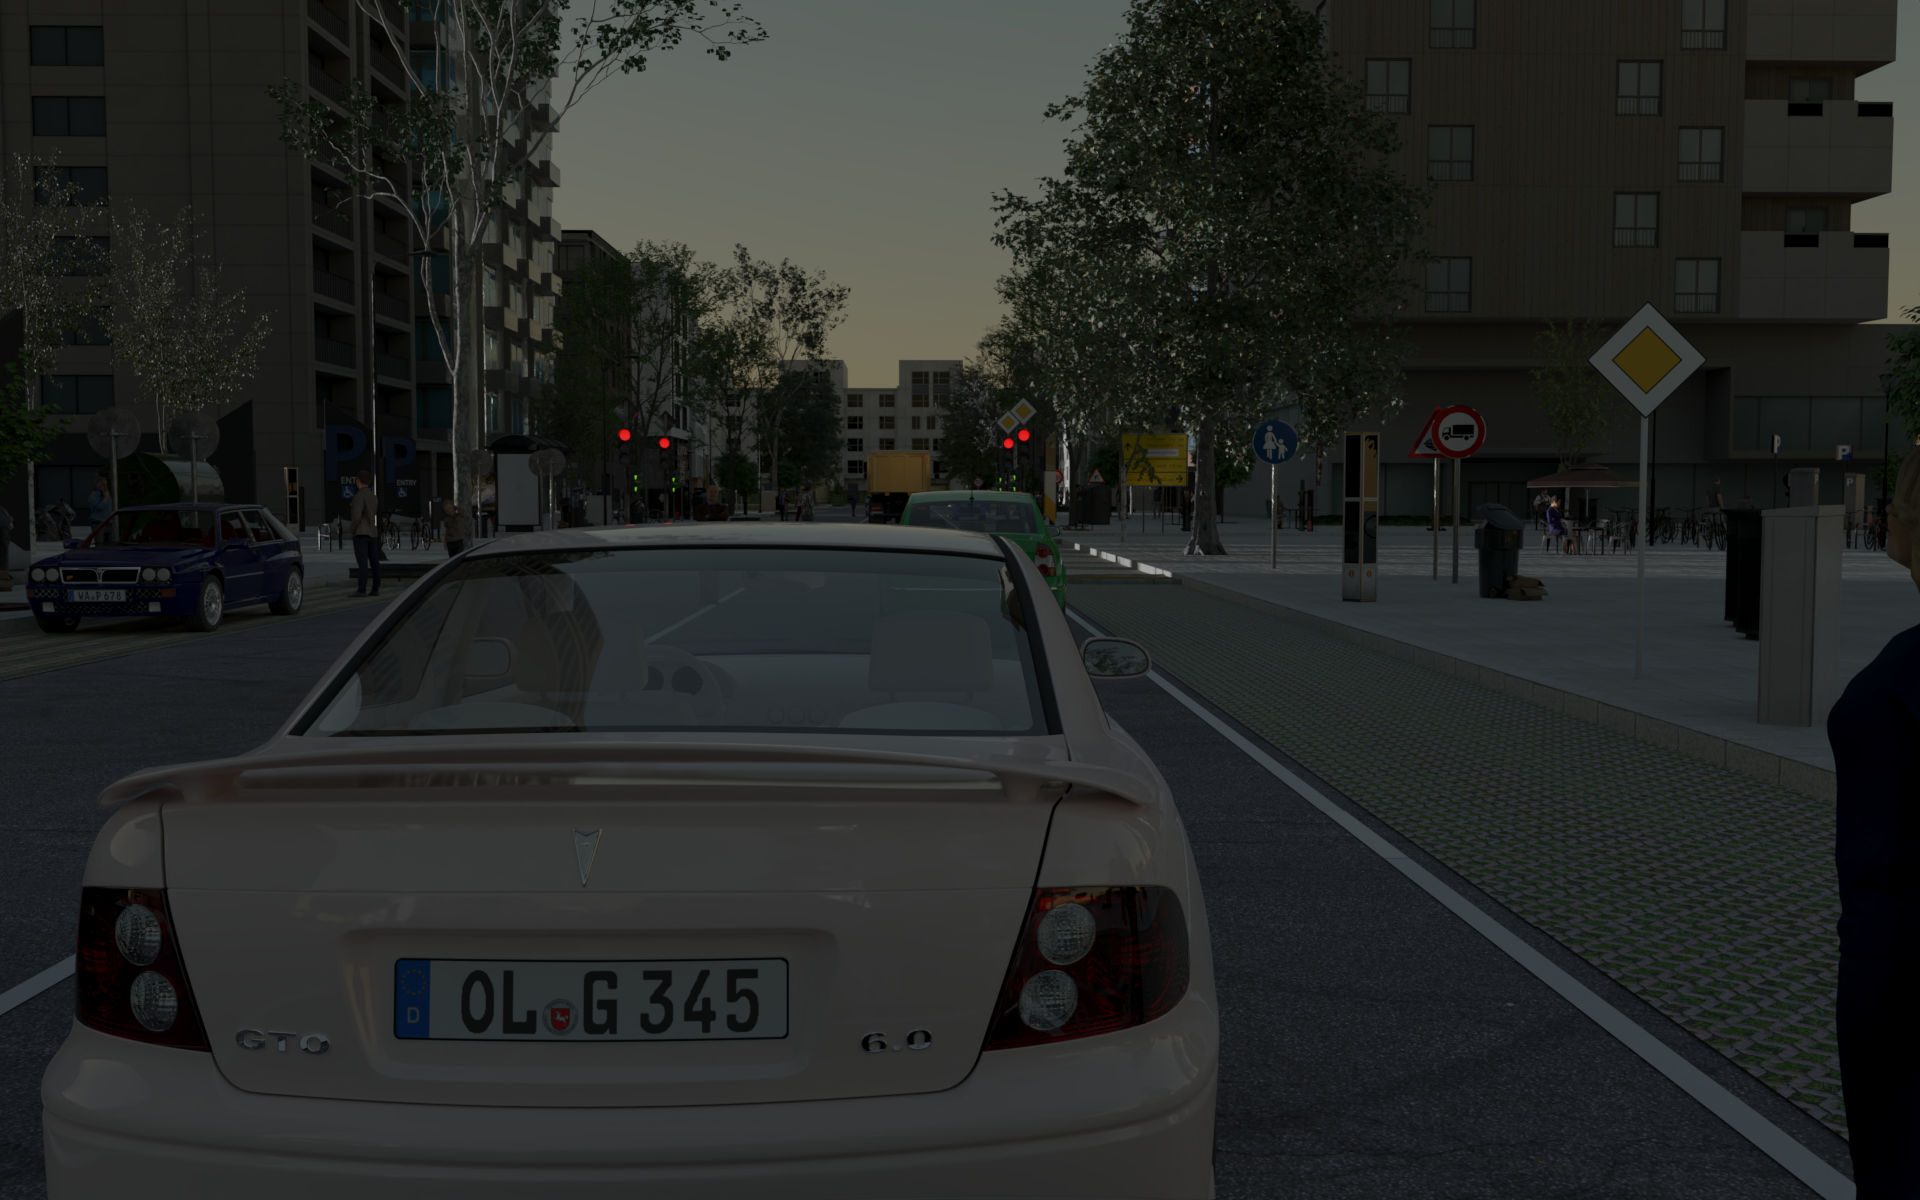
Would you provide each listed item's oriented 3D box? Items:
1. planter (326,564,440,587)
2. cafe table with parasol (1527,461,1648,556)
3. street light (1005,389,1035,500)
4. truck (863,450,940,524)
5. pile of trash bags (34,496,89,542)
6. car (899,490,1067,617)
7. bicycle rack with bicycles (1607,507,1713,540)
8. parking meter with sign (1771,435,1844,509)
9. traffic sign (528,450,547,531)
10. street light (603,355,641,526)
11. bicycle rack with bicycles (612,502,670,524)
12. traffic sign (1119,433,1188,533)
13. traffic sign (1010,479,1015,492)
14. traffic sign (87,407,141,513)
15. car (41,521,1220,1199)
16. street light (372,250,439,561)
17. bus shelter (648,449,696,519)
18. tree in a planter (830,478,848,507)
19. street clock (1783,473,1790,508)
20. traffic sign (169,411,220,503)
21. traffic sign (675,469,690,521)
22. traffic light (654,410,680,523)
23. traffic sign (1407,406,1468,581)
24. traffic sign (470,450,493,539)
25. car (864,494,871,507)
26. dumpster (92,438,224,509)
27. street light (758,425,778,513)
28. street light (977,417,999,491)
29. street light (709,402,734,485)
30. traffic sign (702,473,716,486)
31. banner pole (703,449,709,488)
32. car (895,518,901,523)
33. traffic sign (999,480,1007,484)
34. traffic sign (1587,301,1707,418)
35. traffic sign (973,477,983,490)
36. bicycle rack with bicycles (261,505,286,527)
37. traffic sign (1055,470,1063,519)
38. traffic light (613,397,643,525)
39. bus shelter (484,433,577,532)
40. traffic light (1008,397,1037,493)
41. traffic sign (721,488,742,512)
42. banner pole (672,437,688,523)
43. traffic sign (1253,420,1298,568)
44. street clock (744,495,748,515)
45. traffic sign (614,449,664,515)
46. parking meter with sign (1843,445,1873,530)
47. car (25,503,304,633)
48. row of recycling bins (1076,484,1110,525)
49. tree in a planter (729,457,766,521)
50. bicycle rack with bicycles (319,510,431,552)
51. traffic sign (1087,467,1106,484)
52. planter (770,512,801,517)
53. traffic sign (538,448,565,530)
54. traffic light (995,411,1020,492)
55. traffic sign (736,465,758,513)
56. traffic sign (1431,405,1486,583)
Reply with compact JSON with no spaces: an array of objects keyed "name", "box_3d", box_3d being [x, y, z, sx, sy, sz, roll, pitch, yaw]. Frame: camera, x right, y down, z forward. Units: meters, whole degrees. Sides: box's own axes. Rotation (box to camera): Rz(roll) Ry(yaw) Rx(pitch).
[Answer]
[{"name":"planter","box_3d":[-8.704,-0.382,27.392,1.991,0.319,1.994,0,4,-2]},{"name":"cafe table with parasol","box_3d":[13.251,-1.939,36.574,2.610,1.966,2.610,0,4,5]},{"name":"street light","box_3d":[2.662,-6.296,75.479,1.470,5.913,1.316,0,4,-2]},{"name":"truck","box_3d":[-2.577,-4.836,74.986,3.469,3.379,9.791,0,4,-1]},{"name":"pile of trash bags","box_3d":[-24.775,-2.299,47.345,3.447,1.369,1.912,0,4,5]},{"name":"car","box_3d":[0.109,-0.559,17.942,1.959,1.807,4.718,0,4,0]},{"name":"bicycle rack with bicycles","box_3d":[19.609,-2.179,49.015,2.852,0.926,2.925,0,4,2]},{"name":"parking meter with sign","box_3d":[24.590,-3.313,50.434,1.738,3.016,0.543,3,5,45]},{"name":"traffic sign","box_3d":[-12.151,-3.070,50.296,0.768,2.556,0.104,0,4,0]},{"name":"street light","box_3d":[-11.365,-5.227,57.998,1.470,5.913,1.316,0,4,-2]},{"name":"bicycle rack with bicycles","box_3d":[-13.810,-3.688,73.689,2.925,0.926,2.852,-1,4,-11]},{"name":"traffic sign","box_3d":[6.439,-3.899,57.616,2.265,3.308,0.079,0,4,1]},{"name":"traffic sign","box_3d":[3.589,-6.858,114.251,0.606,2.300,0.079,0,4,3]},{"name":"traffic sign","box_3d":[-12.336,-1.539,25.268,0.768,2.556,0.104,0,4,-1]},{"name":"car","box_3d":[-0.480,0.478,4.542,2.083,1.381,4.827,0,4,0]},{"name":"street light","box_3d":[-10.642,-3.708,33.166,1.470,5.913,1.316,0,4,-2]},{"name":"bus shelter","box_3d":[-15.383,-6.203,92.701,1.731,3.624,6.357,0,4,-2]},{"name":"tree in a planter","box_3d":[-13.161,-11.631,187.385,1.991,3.239,1.994,0,4,-2]},{"name":"street clock","box_3d":[28.855,-3.405,60.238,0.471,2.002,0.358,2,4,28]},{"name":"traffic sign","box_3d":[-11.704,-1.613,26.480,0.768,2.556,0.104,0,4,-1]},{"name":"traffic sign","box_3d":[-13.132,-4.994,81.754,0.768,2.556,0.104,0,4,1]},{"name":"traffic light","box_3d":[-9.853,-4.234,58.149,0.839,4.253,0.868,0,4,-2]},{"name":"traffic sign","box_3d":[7.037,-1.564,25.576,0.884,2.594,0.081,0,4,5]},{"name":"traffic sign","box_3d":[-13.754,-3.027,49.595,0.768,2.556,0.104,0,4,0]},{"name":"car","box_3d":[-9.522,-10.878,189.849,2.014,1.417,4.499,0,4,-2]},{"name":"dumpster","box_3d":[-13.847,-1.679,29.945,1.502,2.255,1.985,0,4,-2]},{"name":"street light","box_3d":[-12.984,-8.840,117.071,1.470,5.913,1.316,0,4,-2]},{"name":"street light","box_3d":[1.746,-8.056,104.253,1.470,5.913,1.316,0,4,-2]},{"name":"street light","box_3d":[-12.128,-7.057,87.928,1.470,5.913,1.316,0,4,-2]},{"name":"traffic sign","box_3d":[-15.635,-6.604,107.984,0.884,2.594,0.081,0,4,3]},{"name":"banner pole","box_3d":[-14.098,-6.489,96.107,0.401,3.779,0.863,1,4,16]},{"name":"car","box_3d":[-2.363,-4.681,86.315,2.009,1.686,4.222,0,4,0]},{"name":"traffic sign","box_3d":[2.792,-6.901,112.833,0.884,2.594,0.081,0,4,3]},{"name":"traffic sign","box_3d":[4.718,-0.744,11.898,0.795,2.593,0.064,0,4,6]},{"name":"traffic sign","box_3d":[1.385,-8.006,131.003,0.768,2.556,0.104,0,4,8]},{"name":"bicycle rack with bicycles","box_3d":[-24.626,-2.815,59.412,2.852,0.926,2.925,3,5,43]},{"name":"traffic sign","box_3d":[5.014,-5.527,90.474,0.768,2.556,0.104,0,4,4]},{"name":"traffic light","box_3d":[-9.631,-3.746,50.167,0.839,4.253,0.868,0,4,-2]},{"name":"bus shelter","box_3d":[-14.917,-4.074,60.527,2.014,3.302,5.546,0,4,-2]},{"name":"traffic light","box_3d":[1.825,-3.766,50.500,0.839,4.253,0.868,0,4,-2]},{"name":"traffic sign","box_3d":[-15.663,-7.814,121.624,2.265,3.308,0.079,0,4,1]},{"name":"banner pole","box_3d":[-12.258,-5.231,75.548,0.863,3.779,0.401,-1,4,-23]},{"name":"traffic sign","box_3d":[5.420,-1.819,29.848,0.768,2.556,0.104,0,4,8]},{"name":"street clock","box_3d":[-13.309,-6.291,107.425,0.471,2.002,0.358,1,4,16]},{"name":"traffic sign","box_3d":[-14.419,-5.130,77.753,2.265,3.308,0.079,0,4,4]},{"name":"parking meter with sign","box_3d":[31.945,-4.008,61.792,1.738,3.016,0.543,-2,4,-35]},{"name":"car","box_3d":[-8.622,-0.396,19.056,1.945,1.354,3.894,0,4,-2]},{"name":"row of recycling bins","box_3d":[5.673,-4.074,73.716,1.069,1.692,3.534,0,4,-8]},{"name":"tree in a planter","box_3d":[-10.244,-5.236,82.838,1.991,3.239,1.994,0,4,-2]},{"name":"bicycle rack with bicycles","box_3d":[-13.551,-1.617,39.815,2.852,0.926,2.925,-2,4,-26]},{"name":"traffic sign","box_3d":[6.465,-5.021,82.094,0.884,2.594,0.081,0,4,5]},{"name":"planter","box_3d":[-10.998,-5.426,109.860,1.991,0.319,1.994,0,4,-2]},{"name":"traffic sign","box_3d":[-11.365,-2.943,48.216,0.768,2.556,0.104,0,4,2]},{"name":"traffic light","box_3d":[1.603,-4.255,58.482,0.839,4.253,0.868,0,4,-2]},{"name":"traffic sign","box_3d":[-15.107,-7.691,119.624,2.265,3.308,0.079,0,4,0]},{"name":"traffic sign","box_3d":[7.118,-1.512,24.820,0.768,2.556,0.104,0,4,8]}]
